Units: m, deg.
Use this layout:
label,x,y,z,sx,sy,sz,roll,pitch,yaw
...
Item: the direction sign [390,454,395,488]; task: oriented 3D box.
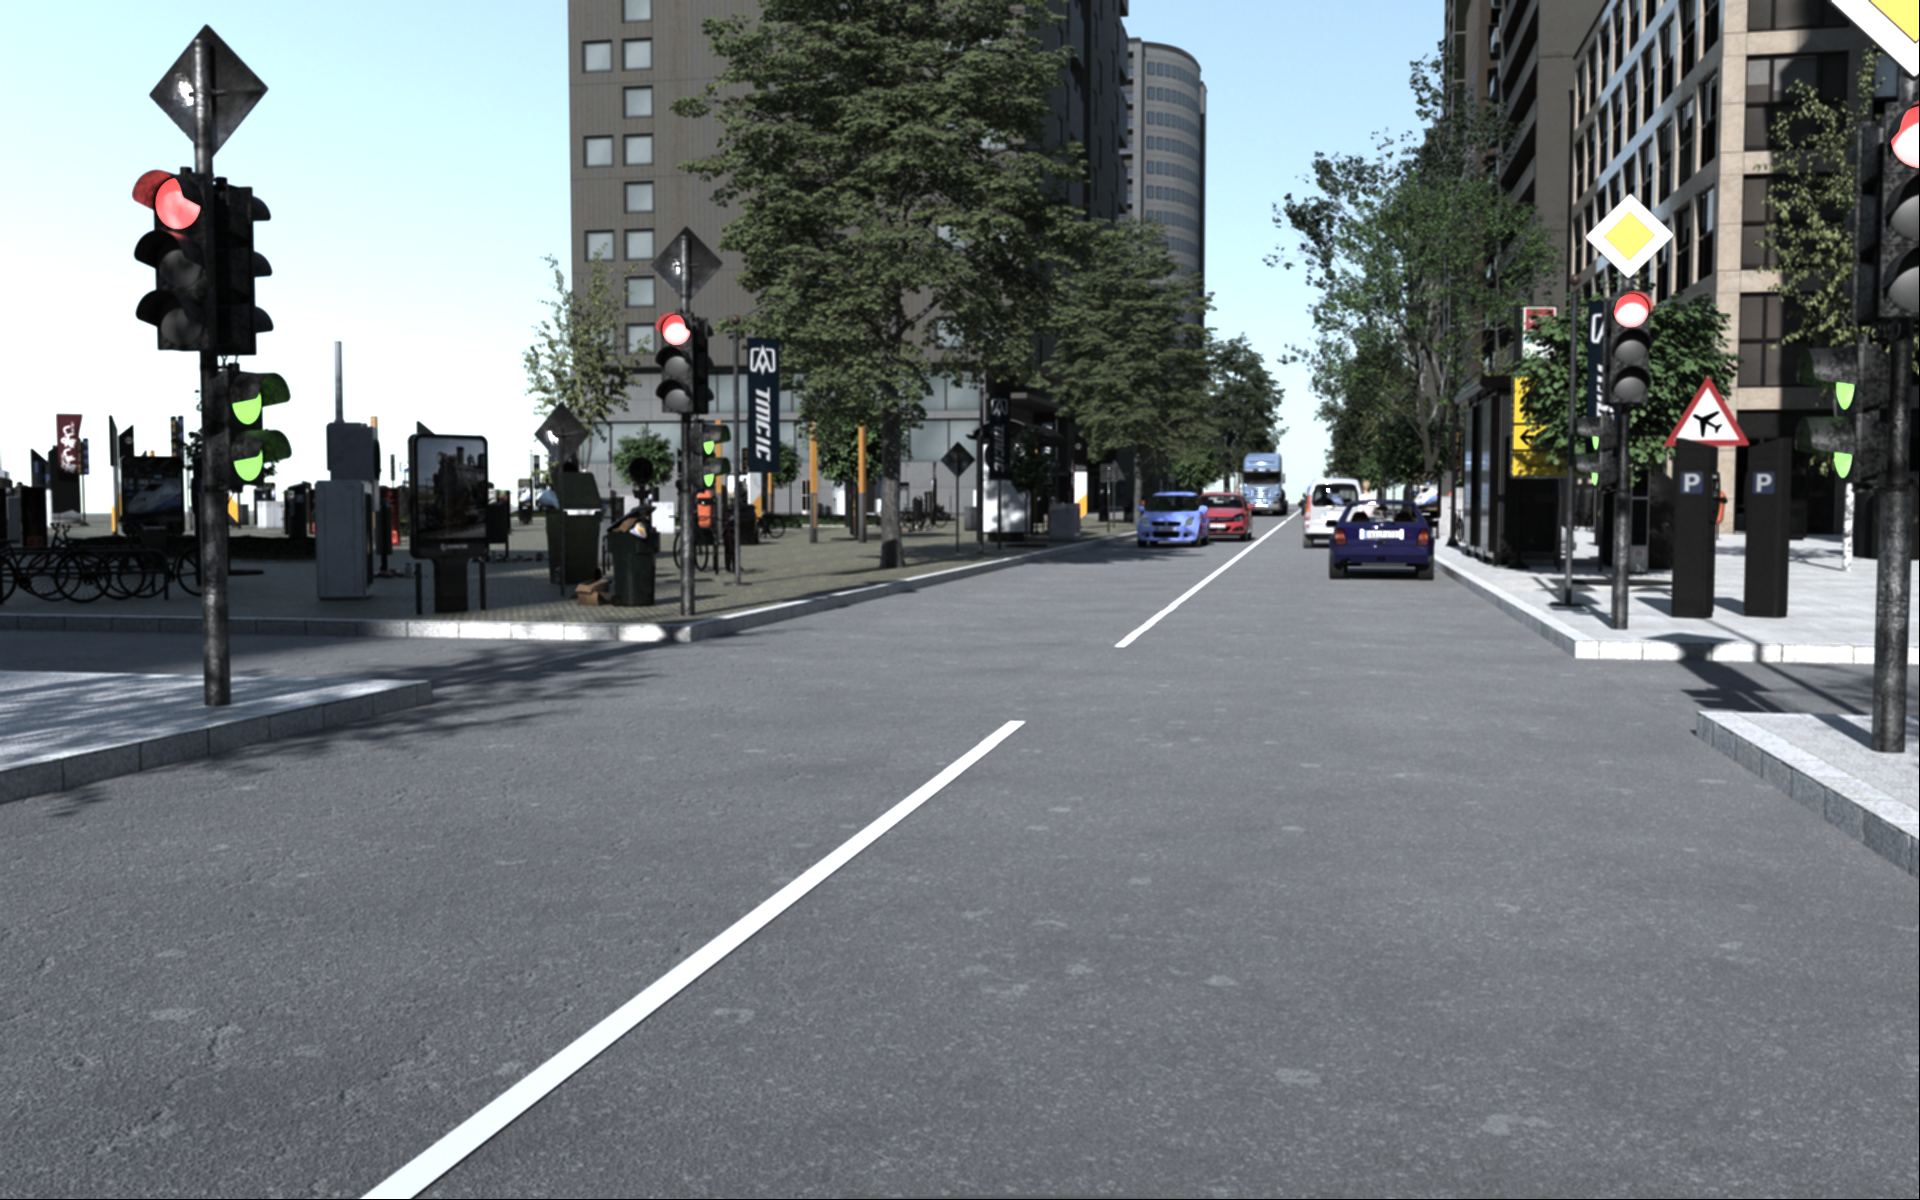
label,x,y,z,sx,sy,sz,roll,pitch,yaw
direction sign,-32.193,-6.505,98.353,0.379,3.537,0.876,-2,4,-31

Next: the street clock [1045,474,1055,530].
label,x,y,z,sx,sy,sz,roll,pitch,yaw
street clock,3.238,-3.516,62.050,0.471,2.002,0.358,1,4,18

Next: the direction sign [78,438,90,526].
label,x,y,z,sx,sy,sz,roll,pitch,yaw
direction sign,-35.617,-4.792,70.347,0.876,3.537,0.379,2,4,33

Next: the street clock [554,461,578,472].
label,x,y,z,sx,sy,sz,roll,pitch,yaw
street clock,-8.736,-2.073,38.472,0.471,2.002,0.358,-2,4,-31

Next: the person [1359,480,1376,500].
label,x,y,z,sx,sy,sz,roll,pitch,yaw
person,9.089,-1.762,37.975,0.731,1.740,0.598,-3,5,-42

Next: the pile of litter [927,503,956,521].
label,x,y,z,sx,sy,sz,roll,pitch,yaw
pile of litter,-0.937,-4.196,82.566,1.719,0.858,1.176,2,4,32

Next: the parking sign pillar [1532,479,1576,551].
label,x,y,z,sx,sy,sz,roll,pitch,yaw
parking sign pillar,13.378,-3.129,39.625,1.447,3.967,1.447,0,4,2

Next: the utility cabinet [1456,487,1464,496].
label,x,y,z,sx,sy,sz,roll,pitch,yaw
utility cabinet,16.691,-2.935,56.662,1.173,1.500,0.318,-2,4,-31

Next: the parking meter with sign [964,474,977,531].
label,x,y,z,sx,sy,sz,roll,pitch,yaw
parking meter with sign,0.914,-3.953,60.891,1.738,3.016,0.543,-3,5,-42

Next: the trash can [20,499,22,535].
label,x,y,z,sx,sy,sz,roll,pitch,yaw
trash can,-29.368,-2.608,54.298,0.748,1.137,0.748,0,3,0

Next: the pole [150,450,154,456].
label,x,y,z,sx,sy,sz,roll,pitch,yaw
pole,-37.449,-5.292,80.363,0.158,3.312,0.155,0,3,0

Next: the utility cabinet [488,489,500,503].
label,x,y,z,sx,sy,sz,roll,pitch,yaw
utility cabinet,-20.022,-3.973,73.632,1.173,1.500,0.318,3,5,42

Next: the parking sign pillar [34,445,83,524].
label,x,y,z,sx,sy,sz,roll,pitch,yaw
parking sign pillar,-38.844,-5.290,74.971,1.447,3.967,1.447,2,4,35

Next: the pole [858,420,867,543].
label,x,y,z,sx,sy,sz,roll,pitch,yaw
pole,-2.558,-3.151,45.363,0.158,3.312,0.155,0,3,0

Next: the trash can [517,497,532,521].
label,x,y,z,sx,sy,sz,roll,pitch,yaw
trash can,-20.645,-4.317,82.228,0.748,1.137,0.748,0,3,0

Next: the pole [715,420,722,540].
label,x,y,z,sx,sy,sz,roll,pitch,yaw
pole,-6.674,-3.305,47.879,0.158,3.312,0.155,0,3,0

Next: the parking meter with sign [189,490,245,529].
label,x,y,z,sx,sy,sz,roll,pitch,yaw
parking meter with sign,-27.170,-4.091,63.150,1.738,3.016,0.543,-1,4,-11

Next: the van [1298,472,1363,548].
label,x,y,z,sx,sy,sz,roll,pitch,yaw
van,10.187,-2.448,47.036,2.013,2.044,4.112,1,4,12

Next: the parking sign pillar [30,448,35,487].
label,x,y,z,sx,sy,sz,roll,pitch,yaw
parking sign pillar,-54.389,-6.987,102.706,1.447,3.967,1.447,1,4,17

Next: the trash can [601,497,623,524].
label,x,y,z,sx,sy,sz,roll,pitch,yaw
trash can,-14.084,-3.524,69.271,0.748,1.137,0.748,0,3,0

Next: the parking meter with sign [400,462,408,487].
label,x,y,z,sx,sy,sz,roll,pitch,yaw
parking meter with sign,-30.316,-6.043,95.060,0.543,3.016,1.738,-1,4,-10

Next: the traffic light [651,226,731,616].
label,x,y,z,sx,sy,sz,roll,pitch,yaw
traffic light,-2.868,-1.793,18.235,0.839,4.253,0.868,1,4,12

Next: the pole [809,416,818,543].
label,x,y,z,sx,sy,sz,roll,pitch,yaw
pole,-3.812,-3.131,45.038,0.158,3.312,0.155,0,3,0

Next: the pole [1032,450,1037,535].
label,x,y,z,sx,sy,sz,roll,pitch,yaw
pole,2.340,-3.690,54.172,0.158,3.312,0.155,0,3,0

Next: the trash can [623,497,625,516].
label,x,y,z,sx,sy,sz,roll,pitch,yaw
trash can,-17.241,-4.626,87.293,0.748,1.137,0.748,0,3,0

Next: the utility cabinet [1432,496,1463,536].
label,x,y,z,sx,sy,sz,roll,pitch,yaw
utility cabinet,15.000,-2.567,53.133,1.020,1.237,0.306,0,4,-1

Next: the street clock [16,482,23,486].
label,x,y,z,sx,sy,sz,roll,pitch,yaw
street clock,-55.275,-5.949,101.834,0.471,2.002,0.358,3,5,44

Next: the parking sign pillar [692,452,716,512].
label,x,y,z,sx,sy,sz,roll,pitch,yaw
parking sign pillar,-11.967,-5.712,81.858,1.447,3.967,1.447,-2,4,-32

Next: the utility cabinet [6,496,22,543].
label,x,y,z,sx,sy,sz,roll,pitch,yaw
utility cabinet,-24.908,-2.101,45.516,0.306,1.237,1.020,-2,4,-34

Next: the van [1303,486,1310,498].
label,x,y,z,sx,sy,sz,roll,pitch,yaw
van,28.466,-8.160,137.803,2.240,2.365,5.245,1,4,10

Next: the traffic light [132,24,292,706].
label,x,y,z,sx,sy,sz,roll,pitch,yaw
traffic light,-4.502,-1.315,10.419,0.839,4.253,0.868,1,4,12

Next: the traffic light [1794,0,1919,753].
label,x,y,z,sx,sy,sz,roll,pitch,yaw
traffic light,4.617,-1.200,8.537,0.839,4.253,0.868,1,4,12

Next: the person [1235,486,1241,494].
label,x,y,z,sx,sy,sz,roll,pitch,yaw
person,12.499,-4.247,78.339,0.834,1.777,0.661,1,4,15

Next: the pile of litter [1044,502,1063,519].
label,x,y,z,sx,sy,sz,roll,pitch,yaw
pile of litter,5.179,-4.573,88.741,1.719,0.858,1.176,2,4,32

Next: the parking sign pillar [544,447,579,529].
label,x,y,z,sx,sy,sz,roll,pitch,yaw
parking sign pillar,-14.567,-4.598,63.644,1.447,3.967,1.447,3,5,39

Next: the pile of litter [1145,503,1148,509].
label,x,y,z,sx,sy,sz,roll,pitch,yaw
pile of litter,9.070,-4.429,86.381,1.176,0.858,1.719,1,4,20

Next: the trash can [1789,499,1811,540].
label,x,y,z,sx,sy,sz,roll,pitch,yaw
trash can,23.329,-2.247,48.387,0.748,1.137,0.748,0,3,0

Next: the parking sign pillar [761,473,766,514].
label,x,y,z,sx,sy,sz,roll,pitch,yaw
parking sign pillar,-9.461,-5.712,81.865,1.447,3.967,1.447,0,4,1

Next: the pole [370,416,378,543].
label,x,y,z,sx,sy,sz,roll,pitch,yaw
pole,-15.300,-3.148,45.312,0.158,3.312,0.155,0,3,0

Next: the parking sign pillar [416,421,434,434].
label,x,y,z,sx,sy,sz,roll,pitch,yaw
parking sign pillar,-19.427,-4.591,63.541,1.447,3.967,1.447,1,4,22

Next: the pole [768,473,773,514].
label,x,y,z,sx,sy,sz,roll,pitch,yaw
pole,-8.752,-5.266,79.937,0.158,3.312,0.155,0,3,0

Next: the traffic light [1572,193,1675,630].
label,x,y,z,sx,sy,sz,roll,pitch,yaw
traffic light,6.250,-1.678,16.354,0.839,4.253,0.868,1,4,12

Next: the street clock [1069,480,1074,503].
label,x,y,z,sx,sy,sz,roll,pitch,yaw
street clock,6.024,-5.356,92.133,0.358,2.002,0.471,-2,4,-35

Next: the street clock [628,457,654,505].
label,x,y,z,sx,sy,sz,roll,pitch,yaw
street clock,-6.244,-1.797,33.948,0.471,2.002,0.358,-1,4,-15

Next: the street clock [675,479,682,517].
label,x,y,z,sx,sy,sz,roll,pitch,yaw
street clock,-13.819,-4.958,85.633,0.471,2.002,0.358,2,4,33

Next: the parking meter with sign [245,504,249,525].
label,x,y,z,sx,sy,sz,roll,pitch,yaw
parking meter with sign,-30.089,-4.576,71.083,0.543,3.016,1.738,2,4,31

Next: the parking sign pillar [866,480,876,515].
label,x,y,z,sx,sy,sz,roll,pitch,yaw
parking sign pillar,-4.051,-5.421,77.107,1.447,3.967,1.447,0,4,-7

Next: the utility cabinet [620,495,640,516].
label,x,y,z,sx,sy,sz,roll,pitch,yaw
utility cabinet,-17.020,-4.782,89.340,1.020,1.237,0.306,-1,4,-12
